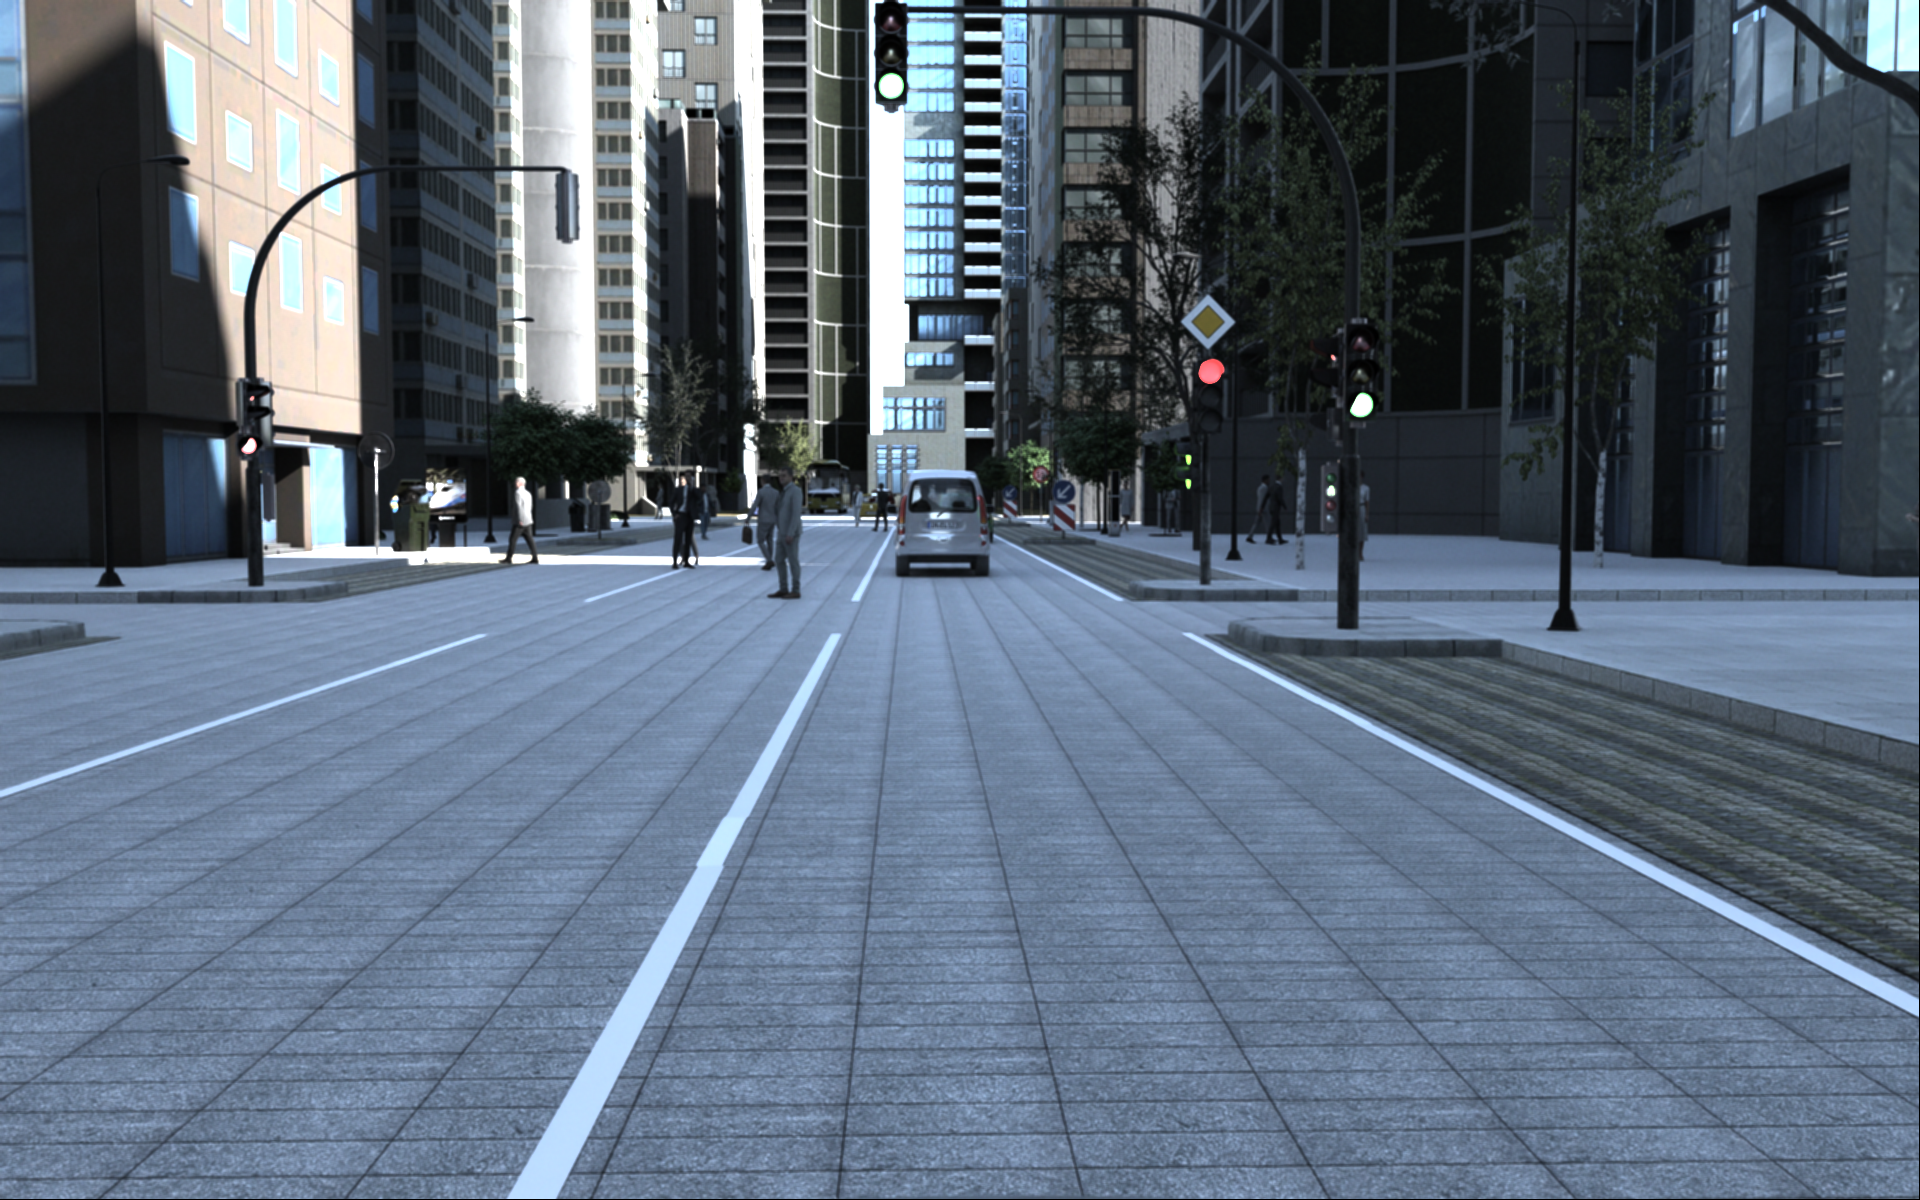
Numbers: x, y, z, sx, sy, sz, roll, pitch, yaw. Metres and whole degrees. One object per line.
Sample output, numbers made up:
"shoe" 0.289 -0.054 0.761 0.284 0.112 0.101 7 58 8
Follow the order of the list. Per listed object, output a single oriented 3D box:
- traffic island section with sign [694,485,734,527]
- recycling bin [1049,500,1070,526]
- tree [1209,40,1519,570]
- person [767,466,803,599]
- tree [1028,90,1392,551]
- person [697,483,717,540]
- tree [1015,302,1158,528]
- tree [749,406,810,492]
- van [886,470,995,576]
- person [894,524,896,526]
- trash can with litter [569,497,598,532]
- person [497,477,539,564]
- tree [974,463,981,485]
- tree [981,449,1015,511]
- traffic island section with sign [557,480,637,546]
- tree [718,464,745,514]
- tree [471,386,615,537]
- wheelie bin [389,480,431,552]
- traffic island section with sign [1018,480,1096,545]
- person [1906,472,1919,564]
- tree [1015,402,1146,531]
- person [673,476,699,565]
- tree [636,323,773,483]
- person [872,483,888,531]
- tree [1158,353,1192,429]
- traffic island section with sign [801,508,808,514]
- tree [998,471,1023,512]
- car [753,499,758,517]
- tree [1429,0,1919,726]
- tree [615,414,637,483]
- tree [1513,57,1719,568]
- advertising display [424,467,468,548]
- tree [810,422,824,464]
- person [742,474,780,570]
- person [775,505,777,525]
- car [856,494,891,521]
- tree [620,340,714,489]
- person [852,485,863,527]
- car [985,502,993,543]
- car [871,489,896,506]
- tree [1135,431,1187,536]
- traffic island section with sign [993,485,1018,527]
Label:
"traffic island section with sign" -10.936 -4.103 75.718 1.989 1.847 2.006 0 4 -2
"recycling bin" 4.050 -3.540 70.435 0.722 1.027 0.722 1 4 15
"tree" 5.996 -4.828 29.292 4.737 8.622 4.395 0 3 0
"person" -2.348 -0.927 23.755 0.391 1.810 0.635 -2 4 -32
"tree" 5.525 -6.423 39.434 8.767 10.594 7.601 1 4 11
"person" -8.014 -2.773 54.185 0.721 1.781 0.623 2 4 34
"tree" 4.500 -7.076 66.050 4.360 8.622 3.978 0 3 0
"tree" -15.274 -11.700 141.653 4.737 8.622 4.395 0 3 0
"van" -0.344 -1.503 31.590 2.013 2.044 4.112 0 4 -1
"person" -1.775 -2.569 56.000 0.738 1.151 1.012 0 4 -2
"trash can with litter" -12.640 -2.872 58.346 1.055 1.170 0.624 0 4 6
"person" -9.072 -1.630 35.548 0.834 1.777 0.661 0 4 2
"tree" 2.742 -8.939 129.860 4.285 4.588 4.351 0 3 0
"tree" 4.096 -7.209 101.577 4.285 4.588 4.351 0 3 0
"traffic island section with sign" -10.181 -2.455 48.773 1.989 1.847 2.006 0 4 -2
"tree" -14.411 -7.093 110.566 1.663 3.219 1.824 0 3 0
"tree" -13.109 -4.225 52.795 4.285 4.588 4.351 0 3 0
"wheelie bin" -12.127 -1.862 38.353 0.693 1.594 0.980 2 4 27
"traffic island section with sign" 2.802 -2.505 49.588 1.989 1.847 2.006 0 4 -2
"person" 10.581 -0.620 18.971 0.599 1.781 0.374 -3 5 -44
"tree" 4.942 -4.709 60.702 4.285 4.588 4.351 0 3 0
"person" -5.561 -1.603 34.988 0.520 1.790 0.573 -1 4 -17
"tree" -13.704 -9.748 93.786 8.767 10.594 7.601 2 4 24
"person" -3.059 -3.558 66.447 0.659 1.850 0.755 -3 5 -42
"tree" 8.383 -7.493 72.878 4.360 8.622 3.978 0 3 0
"traffic island section with sign" -12.318 -7.193 126.237 1.989 1.847 2.006 0 4 -2
"tree" 3.517 -7.981 125.096 1.663 3.219 1.824 0 3 0
"car" -12.014 -6.068 108.809 1.945 1.707 3.694 0 4 -1
"tree" 5.760 -6.031 8.984 12.009 13.543 11.850 0 3 0
"tree" -13.165 -4.762 61.581 4.285 4.588 4.351 0 3 0
"tree" 11.129 -4.878 30.112 4.737 8.622 4.395 0 3 0
"advertising display" -12.211 -2.200 41.178 0.974 1.923 0.123 -1 4 -21
"tree" -15.563 -13.020 163.235 4.737 8.622 4.395 0 3 0
"person" -3.692 -1.477 32.765 0.853 1.813 0.709 3 5 44
"person" -8.544 -4.097 80.980 0.738 1.151 1.012 -2 4 -29
"car" -4.745 -5.071 93.135 2.015 1.641 3.980 0 4 -2
"tree" -13.742 -8.084 82.539 4.360 8.622 3.978 0 3 0
"person" -4.501 -4.142 76.097 0.514 1.842 0.818 1 4 9
"car" 0.011 -2.656 52.229 1.959 1.807 4.718 0 4 -3
"car" -6.045 -7.636 133.522 2.281 1.827 5.304 0 4 -3
"tree" 6.284 -3.550 52.646 1.663 3.219 1.824 0 3 0
"traffic island section with sign" 2.061 -4.153 76.533 1.989 1.847 2.006 0 4 -2
